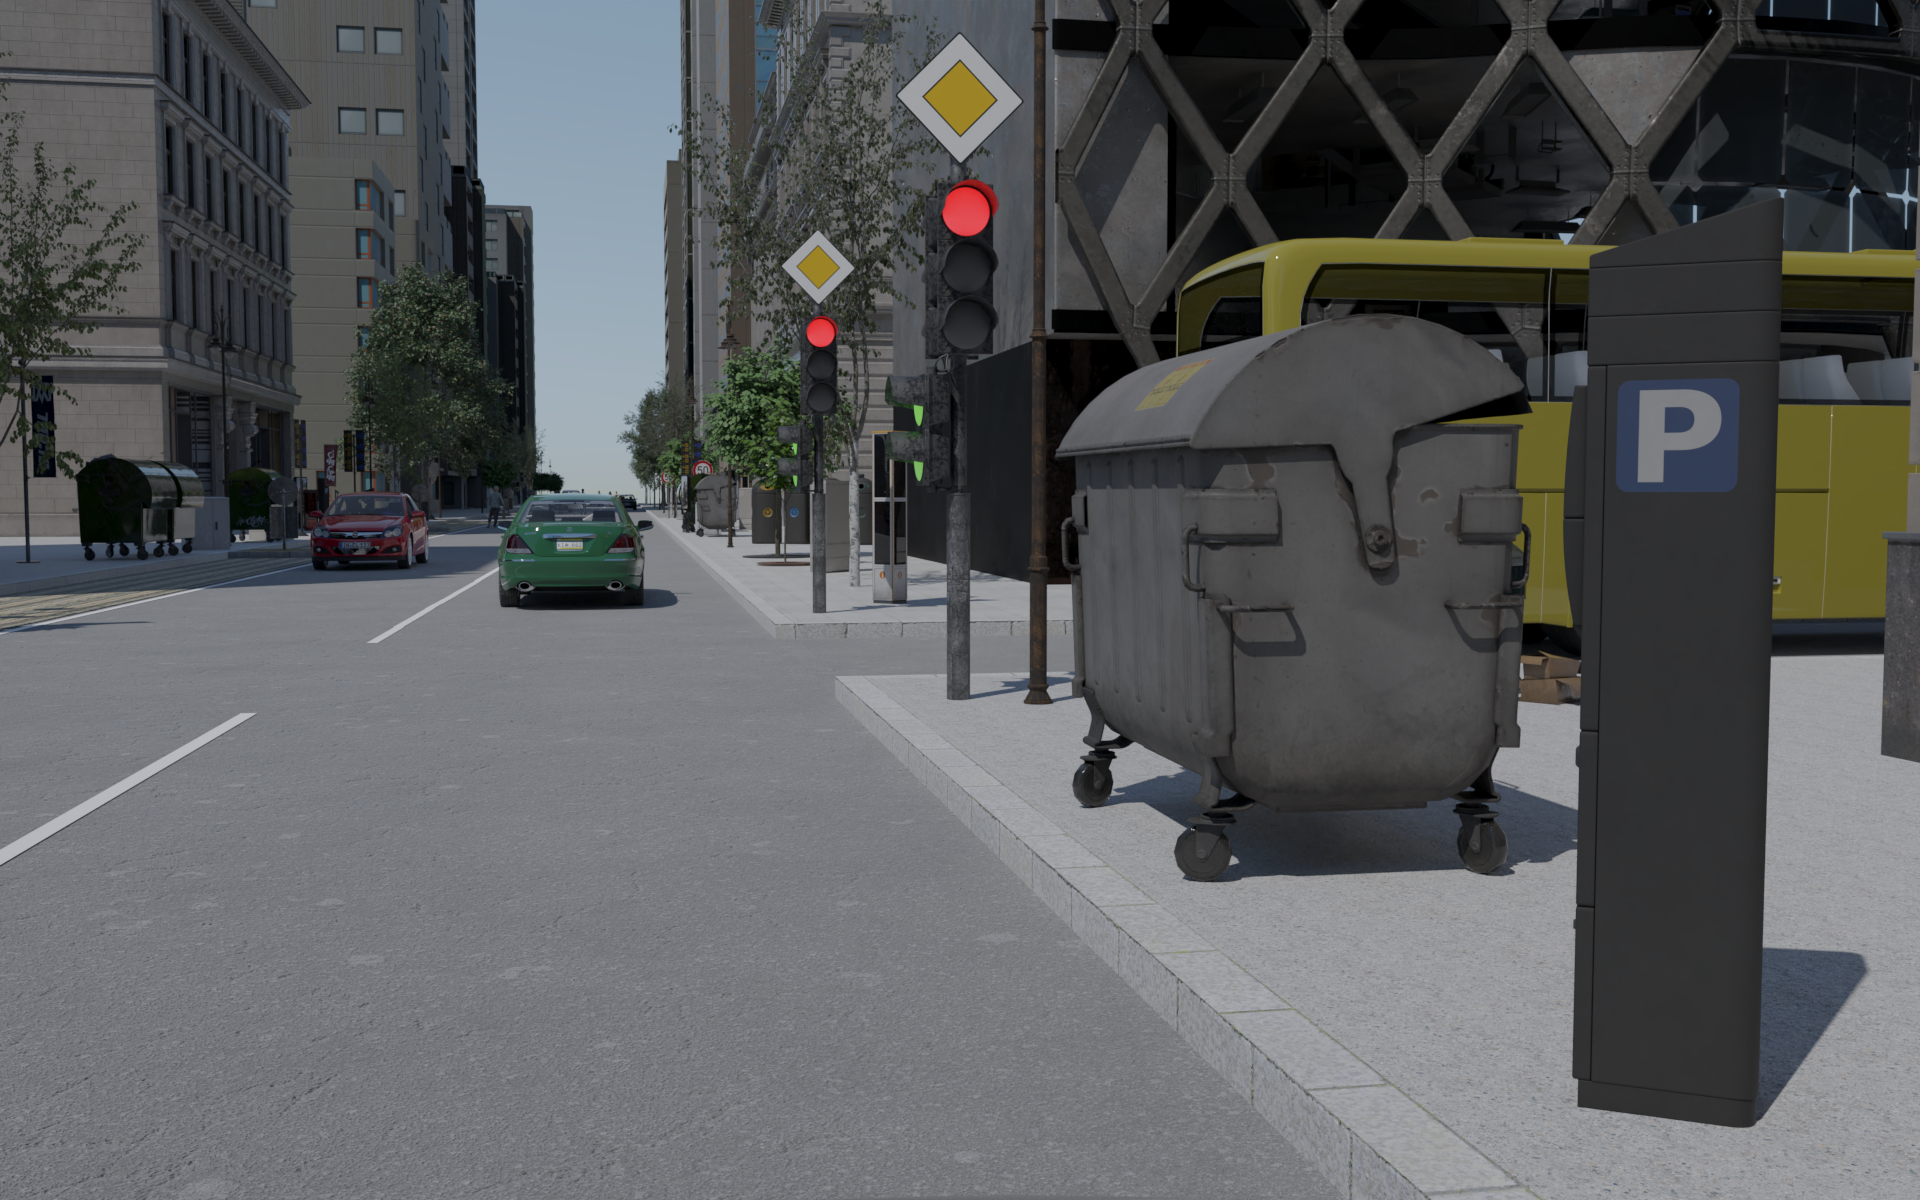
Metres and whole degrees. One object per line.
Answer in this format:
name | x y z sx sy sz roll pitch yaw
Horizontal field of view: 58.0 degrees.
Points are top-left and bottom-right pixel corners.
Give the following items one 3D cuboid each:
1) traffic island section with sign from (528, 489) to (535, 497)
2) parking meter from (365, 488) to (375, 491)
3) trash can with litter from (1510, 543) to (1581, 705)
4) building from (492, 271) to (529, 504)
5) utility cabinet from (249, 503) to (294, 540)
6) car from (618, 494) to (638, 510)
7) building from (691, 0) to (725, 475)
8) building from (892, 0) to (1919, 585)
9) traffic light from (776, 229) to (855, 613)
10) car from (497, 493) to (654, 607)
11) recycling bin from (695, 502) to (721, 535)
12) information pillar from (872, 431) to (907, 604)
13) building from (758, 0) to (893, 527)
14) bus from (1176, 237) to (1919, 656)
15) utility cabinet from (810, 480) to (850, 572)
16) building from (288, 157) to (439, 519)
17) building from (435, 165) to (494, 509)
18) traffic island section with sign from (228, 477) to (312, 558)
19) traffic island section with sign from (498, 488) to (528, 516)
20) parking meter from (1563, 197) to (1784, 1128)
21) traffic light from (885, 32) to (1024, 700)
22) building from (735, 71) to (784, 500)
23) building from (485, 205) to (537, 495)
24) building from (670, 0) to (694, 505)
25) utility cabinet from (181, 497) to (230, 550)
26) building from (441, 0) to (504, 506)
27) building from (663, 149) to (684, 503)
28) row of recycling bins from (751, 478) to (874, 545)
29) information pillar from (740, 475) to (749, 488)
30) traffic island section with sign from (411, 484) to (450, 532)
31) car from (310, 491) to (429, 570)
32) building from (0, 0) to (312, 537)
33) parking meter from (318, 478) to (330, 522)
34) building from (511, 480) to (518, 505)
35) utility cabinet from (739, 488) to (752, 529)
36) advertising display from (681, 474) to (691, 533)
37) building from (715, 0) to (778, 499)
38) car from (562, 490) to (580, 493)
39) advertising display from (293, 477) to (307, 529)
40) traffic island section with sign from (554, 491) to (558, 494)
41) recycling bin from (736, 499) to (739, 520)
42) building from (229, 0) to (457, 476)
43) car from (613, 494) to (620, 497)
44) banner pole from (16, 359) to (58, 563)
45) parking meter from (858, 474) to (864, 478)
traffic island section with sign | -35.012 -8.129 141.530 1.989 1.847 2.006 -1 4 -11
parking meter | -23.767 -3.753 69.766 0.372 1.533 0.369 0 3 0
trash can with litter | 3.514 0.027 10.945 0.624 1.170 1.055 -3 5 -44
building | -63.623 -27.672 224.137 14.160 30.474 14.107 -1 4 -11
utility cabinet | -19.037 -2.397 47.866 1.173 1.500 0.318 1 4 9
car | -29.749 -8.850 154.481 2.009 1.686 4.222 -1 4 -13
building | -9.237 -35.844 128.045 21.231 58.520 28.212 -1 4 -11
building | 8.334 -9.971 30.480 16.811 18.784 16.820 -1 4 -11
traffic light | -1.534 -1.813 18.562 0.839 4.253 0.868 -1 4 -11
car | -5.225 -0.716 23.502 2.131 1.459 4.920 -1 4 -11
recycling bin | -7.852 -2.539 54.060 0.722 1.027 0.722 0 4 -1
information pillar | -0.823 -0.968 20.321 0.304 2.012 0.304 2 4 35
building | -0.763 -14.183 60.763 11.050 23.489 19.941 -1 4 -11
bus | 8.262 -1.521 16.421 12.252 3.916 2.896 -1 4 -11
utility cabinet | -2.090 -1.216 28.568 0.318 1.500 1.173 1 4 22
building | -46.569 -15.675 101.326 27.650 21.520 28.899 -1 4 -11
building | -48.843 -23.181 150.708 14.160 30.474 14.107 -1 4 -11
traffic island section with sign | -15.397 -1.879 39.351 1.989 1.847 2.006 -1 4 -11
traffic island section with sign | -29.934 -6.509 115.056 1.989 1.847 2.006 -1 4 -11
parking meter | 1.474 0.128 3.622 0.399 1.863 0.255 2 4 23
traffic light | -0.029 -1.333 10.719 0.839 4.253 0.868 -1 4 -11
building | -3.279 -14.733 82.687 13.314 21.916 24.055 -1 4 -11
building | -65.888 -33.890 237.702 14.154 41.232 14.086 -1 4 -11
building | -26.717 -47.759 219.106 20.563 71.187 20.611 -1 4 -11
utility cabinet | -17.313 -1.748 39.743 0.306 1.237 1.020 3 5 42
building | -59.112 -45.447 181.312 20.563 71.187 20.611 -1 4 -11
building | -29.974 -37.732 240.623 21.300 48.544 21.600 -1 4 -11
row of recycling bins | -3.724 -2.272 44.254 3.534 1.692 1.069 1 4 21
information pillar | -8.451 -3.883 67.987 0.304 2.012 0.304 -1 4 -15
traffic island section with sign | -20.486 -3.498 65.824 1.989 1.847 2.006 -1 4 -11
car | -11.650 -1.546 34.312 2.155 1.783 4.494 -1 4 -11
building | -28.565 -12.316 52.276 10.553 20.767 40.483 -1 4 -11
parking meter | -23.351 -3.540 63.586 0.255 1.863 0.399 1 4 12
building | -69.229 -31.286 203.407 32.217 40.220 23.993 -1 4 -11
utility cabinet | -7.322 -3.266 62.075 1.173 1.500 0.318 1 4 14
advertising display | -9.087 -3.193 57.424 0.123 1.923 0.974 -1 4 -21
building | -7.647 -27.919 106.580 14.600 45.320 14.200 -1 4 -11
car | -34.403 -8.839 153.188 2.281 1.827 5.304 -1 4 -12
advertising display | -24.468 -3.613 64.290 0.123 1.923 0.974 0 4 2
traffic island section with sign | -45.435 -11.445 195.757 1.989 1.847 2.006 -1 4 -11
recycling bin | -11.123 -4.447 85.264 0.722 1.027 0.722 -3 5 -39
building | -52.527 -32.945 127.889 28.713 52.752 27.495 -1 4 -11
car | -37.112 -10.885 188.196 2.015 1.641 3.980 -1 4 -11
banner pole | -17.157 -2.578 32.171 0.863 3.779 0.401 1 4 8
parking meter | -2.950 -2.693 49.746 0.255 1.863 0.399 3 4 36
